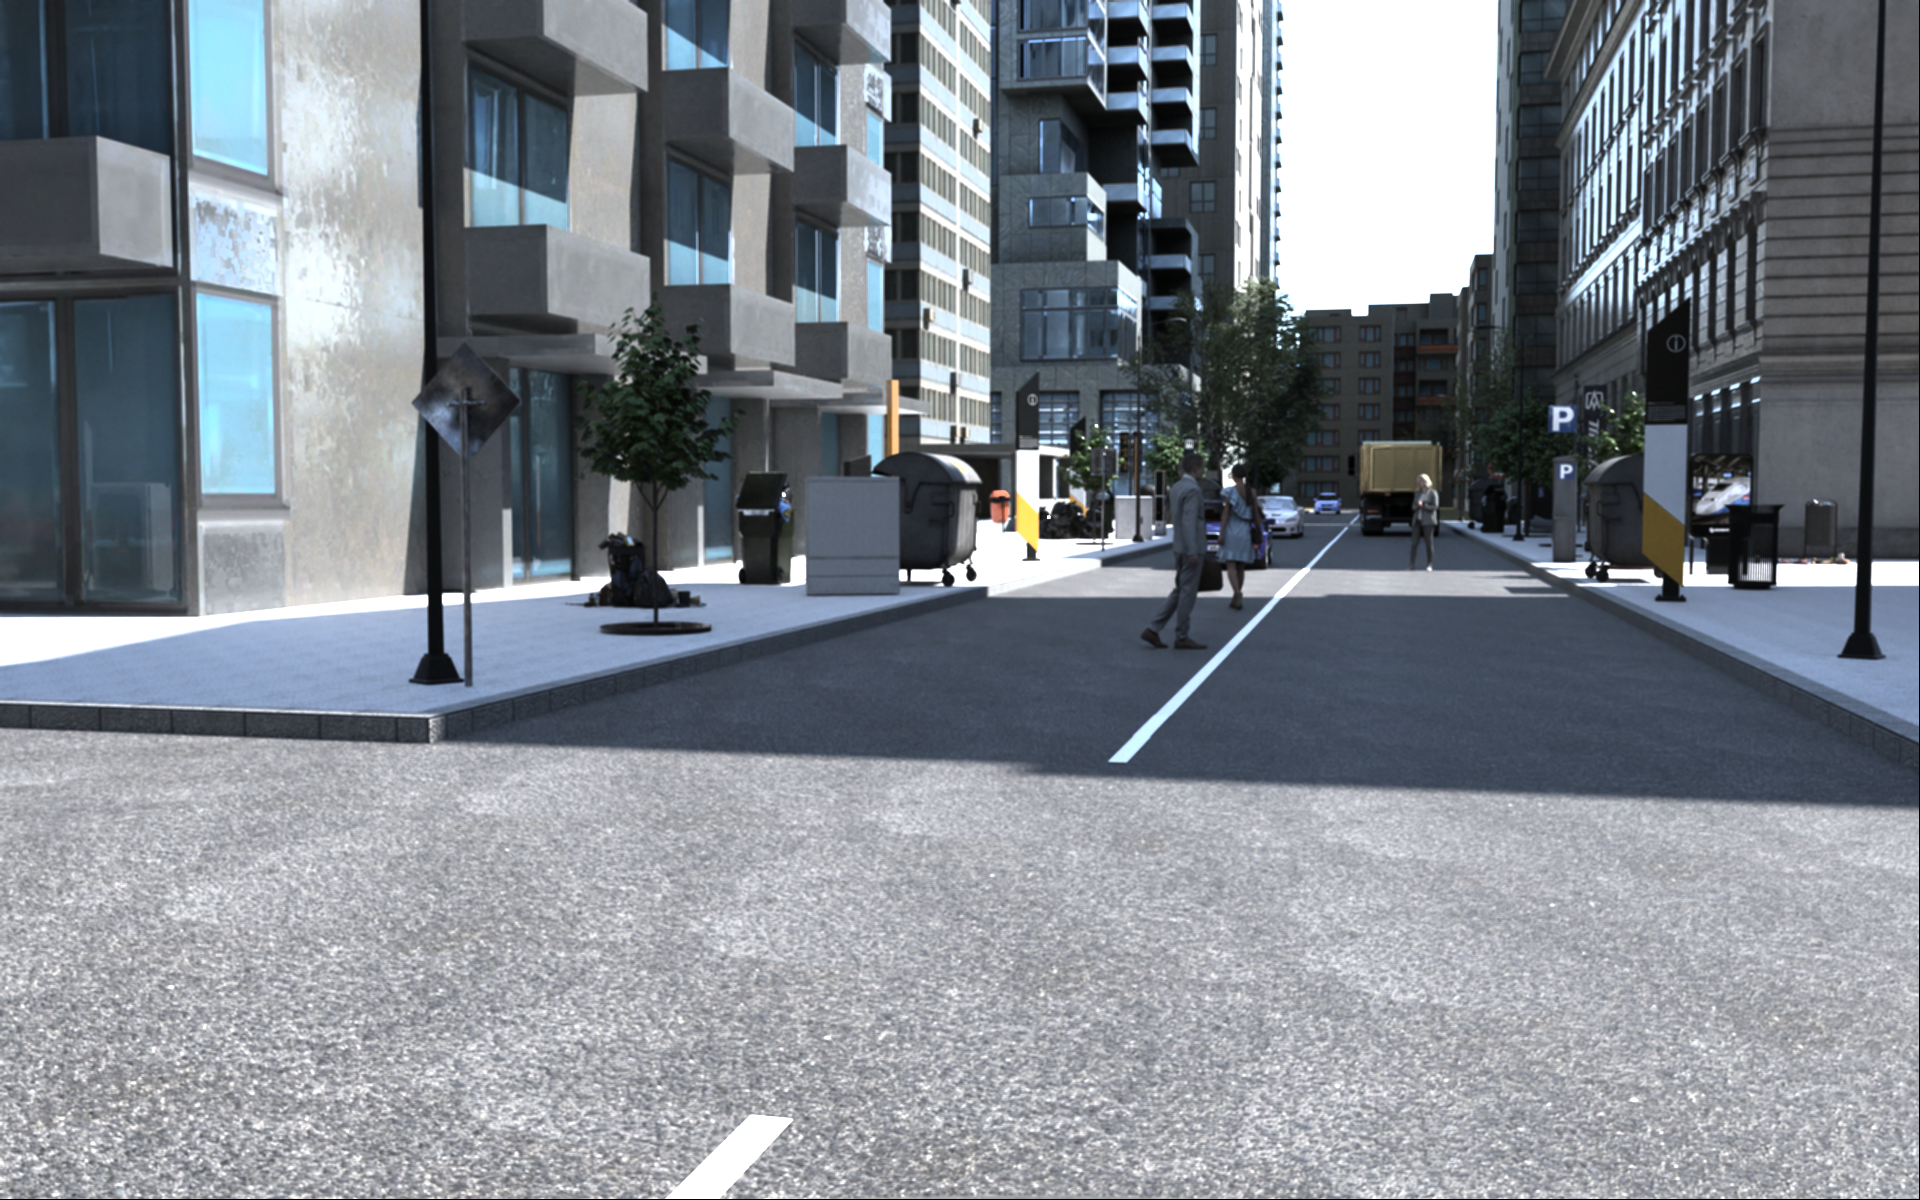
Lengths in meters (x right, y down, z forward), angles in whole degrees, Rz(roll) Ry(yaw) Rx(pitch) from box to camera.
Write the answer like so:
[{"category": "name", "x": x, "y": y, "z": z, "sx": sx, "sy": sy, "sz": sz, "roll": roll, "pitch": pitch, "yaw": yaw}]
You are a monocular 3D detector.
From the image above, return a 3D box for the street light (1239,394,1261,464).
[{"category": "street light", "x": 13.454, "y": -6.572, "z": 79.992, "sx": 1.470, "sy": 5.913, "sz": 1.316, "roll": 1, "pitch": 4, "yaw": 14}]

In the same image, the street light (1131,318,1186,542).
[{"category": "street light", "x": 5.284, "y": -4.494, "z": 46.023, "sx": 1.470, "sy": 5.913, "sz": 1.316, "roll": 1, "pitch": 4, "yaw": 14}]

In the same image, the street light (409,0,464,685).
[{"category": "street light", "x": -3.047, "y": -2.383, "z": 11.506, "sx": 1.470, "sy": 5.913, "sz": 1.316, "roll": 1, "pitch": 4, "yaw": 14}]

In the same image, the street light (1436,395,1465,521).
[{"category": "street light", "x": 23.077, "y": -6.664, "z": 81.496, "sx": 1.470, "sy": 5.913, "sz": 1.316, "roll": 1, "pitch": 4, "yaw": 14}]

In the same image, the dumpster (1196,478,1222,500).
[{"category": "dumpster", "x": 8.991, "y": -3.563, "z": 64.014, "sx": 1.264, "sy": 1.857, "sz": 1.865, "roll": 1, "pitch": 4, "yaw": 14}]

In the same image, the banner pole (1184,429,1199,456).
[{"category": "banner pole", "x": 8.888, "y": -4.661, "z": 66.218, "sx": 0.863, "sy": 3.779, "sz": 0.401, "roll": -2, "pitch": 4, "yaw": -30}]

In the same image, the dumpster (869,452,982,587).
[{"category": "dumpster", "x": -0.494, "y": -1.159, "z": 24.709, "sx": 1.264, "sy": 1.857, "sz": 1.865, "roll": 1, "pitch": 4, "yaw": 14}]

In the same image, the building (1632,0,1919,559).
[{"category": "building", "x": 22.545, "y": -11.771, "z": 41.603, "sx": 9.793, "sy": 20.994, "sz": 18.267, "roll": 1, "pitch": 4, "yaw": 14}]

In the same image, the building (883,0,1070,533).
[{"category": "building", "x": -12.060, "y": -22.944, "z": 67.017, "sx": 32.217, "sy": 40.220, "sz": 23.993, "roll": 1, "pitch": 4, "yaw": 14}]

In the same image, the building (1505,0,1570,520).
[{"category": "building", "x": 35.555, "y": -19.428, "z": 89.356, "sx": 14.160, "sy": 30.474, "sz": 14.107, "roll": 1, "pitch": 4, "yaw": 14}]

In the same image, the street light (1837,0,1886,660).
[{"category": "street light", "x": 6.549, "y": -2.508, "z": 13.543, "sx": 1.470, "sy": 5.913, "sz": 1.316, "roll": 1, "pitch": 4, "yaw": 14}]

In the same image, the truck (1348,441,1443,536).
[{"category": "truck", "x": 15.771, "y": -4.068, "z": 62.438, "sx": 3.469, "sy": 3.379, "sz": 9.791, "roll": 1, "pitch": 4, "yaw": 12}]

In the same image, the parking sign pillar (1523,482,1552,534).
[{"category": "parking sign pillar", "x": 19.233, "y": -4.176, "z": 56.751, "sx": 1.447, "sy": 3.967, "sz": 1.447, "roll": -1, "pitch": 4, "yaw": -12}]

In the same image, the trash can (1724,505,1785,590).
[{"category": "trash can", "x": 10.709, "y": -0.718, "z": 23.386, "sx": 0.748, "sy": 1.137, "sz": 0.748, "roll": 0, "pitch": 3, "yaw": 0}]

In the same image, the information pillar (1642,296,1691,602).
[{"category": "information pillar", "x": 8.439, "y": -1.793, "z": 20.675, "sx": 0.504, "sy": 3.616, "sz": 0.183, "roll": 1, "pitch": 4, "yaw": 23}]

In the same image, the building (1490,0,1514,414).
[{"category": "building", "x": 47.878, "y": -31.671, "z": 107.061, "sx": 28.713, "sy": 52.752, "sz": 27.495, "roll": 1, "pitch": 4, "yaw": 14}]

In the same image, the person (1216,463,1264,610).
[{"category": "person", "x": 3.495, "y": -0.791, "z": 21.532, "sx": 0.616, "sy": 1.811, "sz": 0.778, "roll": 0, "pitch": 4, "yaw": -3}]

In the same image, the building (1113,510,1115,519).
[{"category": "building", "x": 3.664, "y": -48.227, "z": 101.187, "sx": 22.319, "sy": 86.520, "sz": 31.000, "roll": 1, "pitch": 4, "yaw": 14}]

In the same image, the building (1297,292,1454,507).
[{"category": "building", "x": 50.264, "y": -20.416, "z": 178.840, "sx": 28.899, "sy": 21.520, "sz": 27.650, "roll": 1, "pitch": 4, "yaw": 14}]

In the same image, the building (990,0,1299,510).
[{"category": "building", "x": 20.734, "y": -53.179, "z": 182.154, "sx": 31.000, "sy": 86.520, "sz": 22.319, "roll": 1, "pitch": 4, "yaw": 14}]

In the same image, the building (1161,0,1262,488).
[{"category": "building", "x": 11.090, "y": -33.985, "z": 144.894, "sx": 27.495, "sy": 52.752, "sz": 28.713, "roll": 1, "pitch": 4, "yaw": 14}]

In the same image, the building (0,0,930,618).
[{"category": "building", "x": -14.174, "y": -25.167, "z": 31.085, "sx": 23.786, "sy": 49.044, "sz": 30.456, "roll": 1, "pitch": 4, "yaw": 14}]

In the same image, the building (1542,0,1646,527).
[{"category": "building", "x": 31.280, "y": -14.137, "z": 64.431, "sx": 16.112, "sy": 22.955, "sz": 30.059, "roll": 1, "pitch": 4, "yaw": 14}]

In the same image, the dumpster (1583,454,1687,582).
[{"category": "dumpster", "x": 9.985, "y": -1.217, "z": 25.652, "sx": 1.264, "sy": 1.857, "sz": 1.865, "roll": 1, "pitch": 4, "yaw": 13}]

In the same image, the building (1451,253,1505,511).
[{"category": "building", "x": 53.780, "y": -17.770, "z": 135.586, "sx": 27.650, "sy": 21.520, "sz": 28.899, "roll": 1, "pitch": 4, "yaw": 14}]

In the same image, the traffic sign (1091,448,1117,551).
[{"category": "traffic sign", "x": 3.216, "y": -2.247, "z": 38.862, "sx": 0.606, "sy": 2.300, "sz": 0.079, "roll": 1, "pitch": 4, "yaw": 19}]

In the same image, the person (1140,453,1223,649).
[{"category": "person", "x": 2.118, "y": -0.454, "z": 16.038, "sx": 0.853, "sy": 1.813, "sz": 0.709, "roll": -1, "pitch": 4, "yaw": -15}]

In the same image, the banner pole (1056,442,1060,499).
[{"category": "banner pole", "x": 4.614, "y": -5.726, "z": 83.640, "sx": 0.863, "sy": 3.779, "sz": 0.401, "roll": -3, "pitch": 5, "yaw": -41}]

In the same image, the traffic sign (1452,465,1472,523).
[{"category": "traffic sign", "x": 22.608, "y": -4.769, "z": 77.977, "sx": 0.884, "sy": 2.594, "sz": 0.081, "roll": 1, "pitch": 4, "yaw": 18}]

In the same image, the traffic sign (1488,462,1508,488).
[{"category": "traffic sign", "x": 18.354, "y": -3.598, "z": 58.934, "sx": 0.768, "sy": 2.556, "sz": 0.104, "roll": 1, "pitch": 4, "yaw": 20}]

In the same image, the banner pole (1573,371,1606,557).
[{"category": "banner pole", "x": 12.710, "y": -2.763, "z": 35.184, "sx": 0.401, "sy": 3.779, "sz": 0.863, "roll": -3, "pitch": 5, "yaw": -45}]

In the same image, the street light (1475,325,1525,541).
[{"category": "street light", "x": 14.822, "y": -4.588, "z": 47.547, "sx": 1.470, "sy": 5.913, "sz": 1.316, "roll": 1, "pitch": 4, "yaw": 14}]

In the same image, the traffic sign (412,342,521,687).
[{"category": "traffic sign", "x": -3.273, "y": -0.480, "z": 11.483, "sx": 0.795, "sy": 2.450, "sz": 0.064, "roll": 1, "pitch": 4, "yaw": 14}]

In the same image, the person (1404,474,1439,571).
[{"category": "person", "x": 8.656, "y": -1.447, "z": 32.349, "sx": 0.526, "sy": 1.800, "sz": 0.537, "roll": -3, "pitch": 4, "yaw": -37}]

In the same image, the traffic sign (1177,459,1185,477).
[{"category": "traffic sign", "x": 7.843, "y": -3.646, "z": 59.722, "sx": 0.768, "sy": 2.556, "sz": 0.104, "roll": 1, "pitch": 4, "yaw": 20}]

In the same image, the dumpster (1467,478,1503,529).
[{"category": "dumpster", "x": 19.342, "y": -3.544, "z": 63.695, "sx": 1.264, "sy": 1.857, "sz": 1.865, "roll": 1, "pitch": 4, "yaw": 14}]

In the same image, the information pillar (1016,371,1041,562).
[{"category": "information pillar", "x": 1.291, "y": -2.539, "z": 32.870, "sx": 0.504, "sy": 3.616, "sz": 0.183, "roll": -2, "pitch": 4, "yaw": -31}]

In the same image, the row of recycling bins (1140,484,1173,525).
[{"category": "row of recycling bins", "x": 8.730, "y": -3.998, "z": 72.474, "sx": 3.534, "sy": 1.692, "sz": 1.069, "roll": -3, "pitch": 5, "yaw": -45}]
